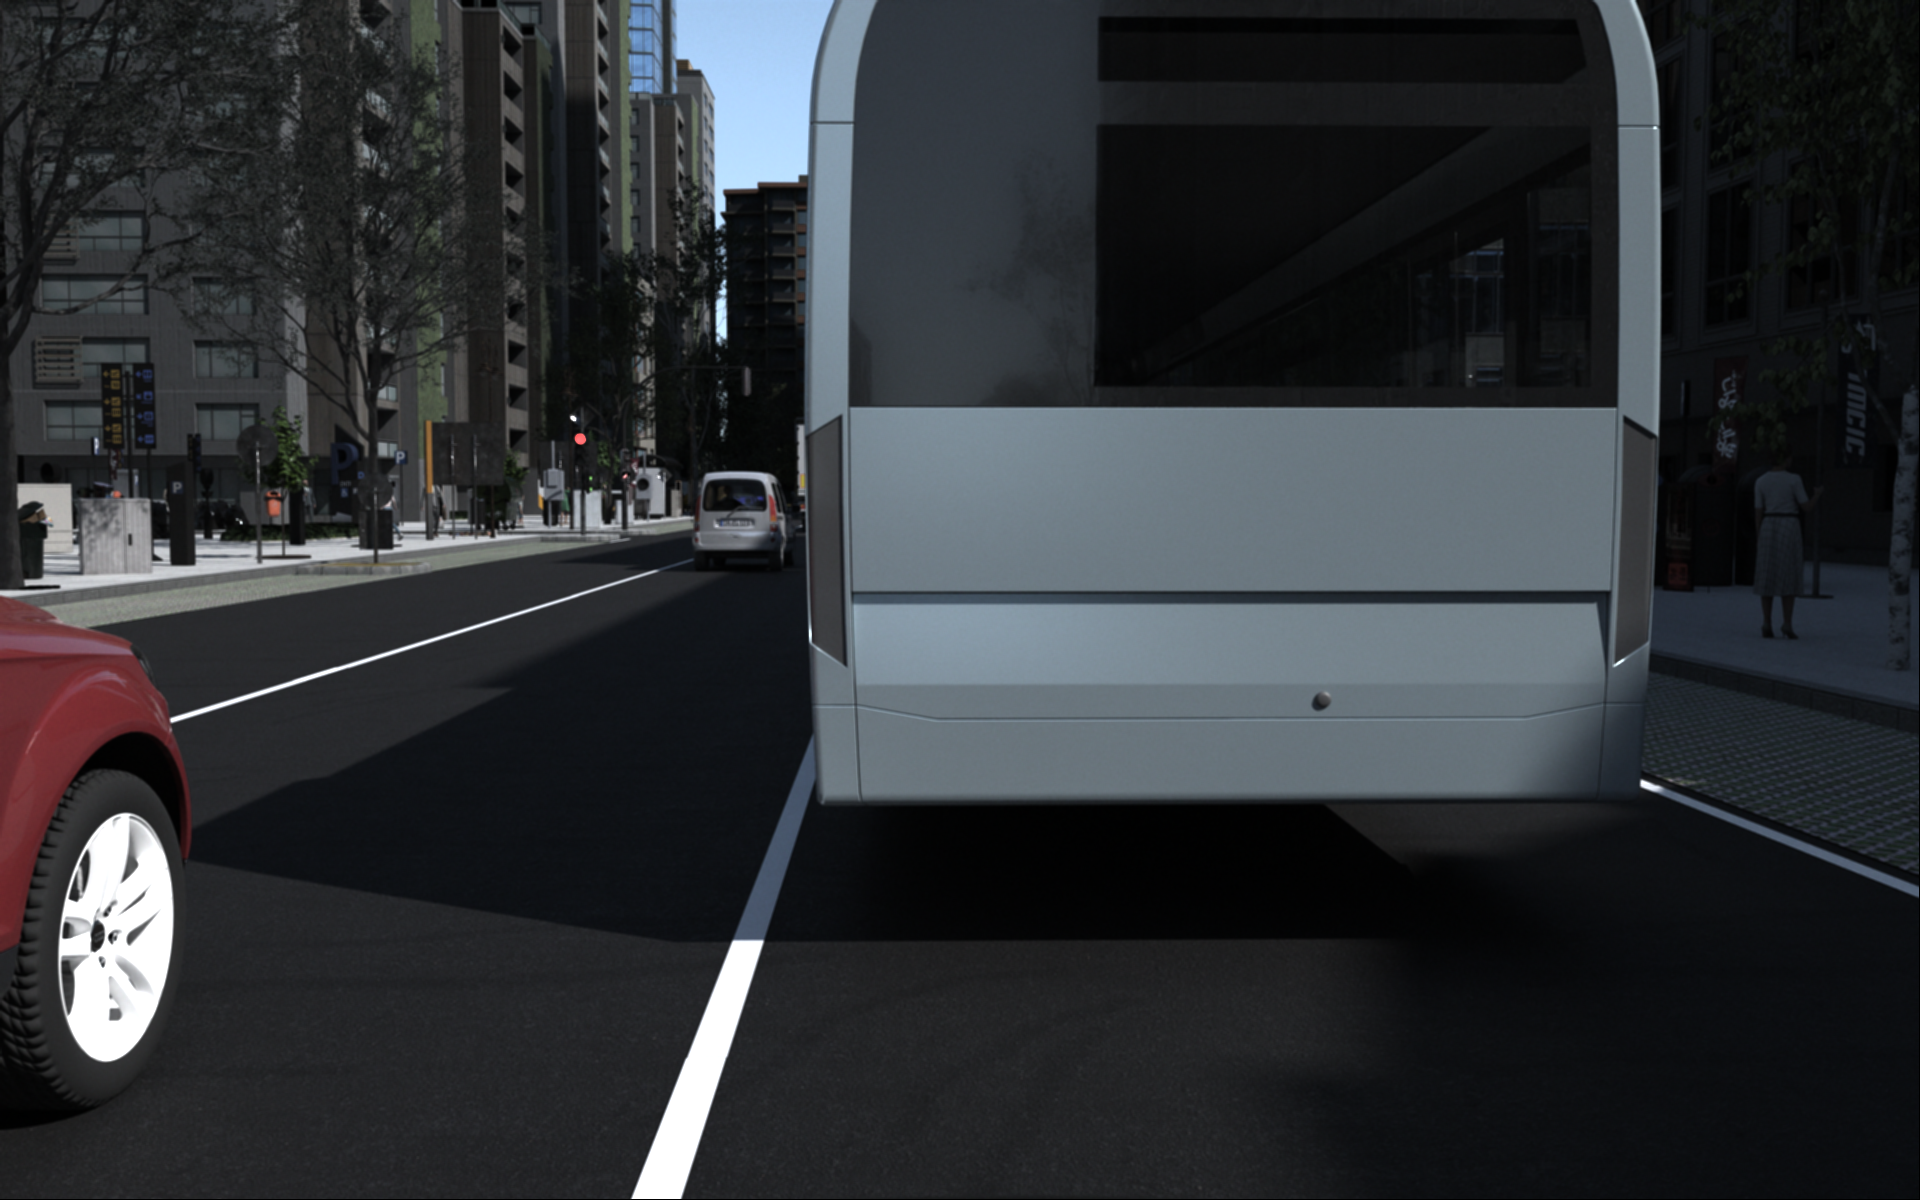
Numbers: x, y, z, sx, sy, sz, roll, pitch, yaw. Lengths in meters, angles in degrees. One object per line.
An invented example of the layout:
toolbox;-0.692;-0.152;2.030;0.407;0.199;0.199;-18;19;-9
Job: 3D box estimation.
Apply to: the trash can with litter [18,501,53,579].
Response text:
trash can with litter;-14.198;-0.888;25.902;0.624;1.170;1.055;3;4;36

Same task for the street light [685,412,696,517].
street light;-15.126;-7.623;97.432;0.468;5.910;1.993;0;4;-2

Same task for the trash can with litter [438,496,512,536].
trash can with litter;-15.176;-2.604;53.628;2.233;1.210;1.678;1;4;21

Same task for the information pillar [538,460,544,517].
information pillar;-23.677;-6.541;98.302;0.504;3.616;0.183;-1;4;-15

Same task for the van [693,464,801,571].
van;-4.155;-1.633;33.707;2.013;2.044;4.112;0;4;-1

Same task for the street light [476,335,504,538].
street light;-13.669;-4.752;50.486;0.468;5.910;1.993;0;4;-2

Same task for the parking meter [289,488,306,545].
parking meter;-16.762;-2.164;43.786;0.372;1.533;0.369;0;3;0

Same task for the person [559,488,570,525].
person;-16.435;-4.013;71.896;0.529;1.795;0.600;-3;5;-42

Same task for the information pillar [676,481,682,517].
information pillar;-15.819;-5.682;97.394;0.304;2.012;0.304;0;4;-4

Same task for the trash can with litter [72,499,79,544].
trash can with litter;-23.137;-2.095;45.318;1.678;1.210;2.233;-1;4;-14

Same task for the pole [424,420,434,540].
pole;-14.753;-3.319;48.106;0.158;3.312;0.155;0;3;0

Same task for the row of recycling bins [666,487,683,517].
row of recycling bins;-16.607;-5.683;100.036;1.069;1.692;3.534;-1;4;-17

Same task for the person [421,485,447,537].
person;-15.747;-2.791;51.803;0.709;1.813;0.853;-2;4;-30

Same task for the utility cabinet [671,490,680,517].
utility cabinet;-15.424;-5.215;93.946;0.318;1.500;1.173;0;4;-1

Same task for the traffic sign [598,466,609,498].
traffic sign;-16.324;-4.810;78.756;0.768;2.556;0.104;0;4;1

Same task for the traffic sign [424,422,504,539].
traffic sign;-14.066;-3.379;49.113;2.265;3.308;0.079;0;4;2

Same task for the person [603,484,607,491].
person;-19.902;-5.584;96.708;0.648;1.900;0.474;-2;4;-25

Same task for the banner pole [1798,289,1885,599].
banner pole;10.792;-1.908;21.209;0.863;3.779;0.401;1;4;23

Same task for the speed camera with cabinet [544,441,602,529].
speed camera with cabinet;-14.414;-4.289;64.467;2.038;3.252;0.660;0;4;-4

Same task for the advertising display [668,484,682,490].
advertising display;-18.763;-6.657;114.062;0.974;1.923;0.123;1;4;19

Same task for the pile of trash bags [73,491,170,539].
pile of trash bags;-23.331;-2.385;48.755;1.912;1.369;3.447;-1;4;-10

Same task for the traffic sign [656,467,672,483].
traffic sign;-14.538;-5.222;85.110;0.795;2.593;0.064;0;3;0

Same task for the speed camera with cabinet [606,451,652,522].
speed camera with cabinet;-15.170;-5.201;79.365;2.038;3.252;0.660;0;4;-2

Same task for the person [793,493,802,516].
person;-10.507;-6.281;111.295;0.694;1.812;0.767;1;4;19

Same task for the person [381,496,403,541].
person;-15.596;-2.498;47.555;0.598;1.740;0.731;0;4;-4

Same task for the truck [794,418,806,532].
truck;-4.806;-4.903;69.077;2.839;4.237;11.283;0;4;0

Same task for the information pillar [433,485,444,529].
information pillar;-19.244;-3.631;63.865;0.304;2.012;0.304;-3;4;-36

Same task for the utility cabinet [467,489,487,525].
utility cabinet;-19.824;-3.843;71.516;1.173;1.500;0.318;2;4;32

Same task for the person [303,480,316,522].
person;-23.711;-3.468;62.920;0.661;1.801;0.590;-3;5;-44

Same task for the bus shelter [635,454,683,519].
bus shelter;-15.826;-5.905;90.477;2.014;3.302;5.546;0;4;-2

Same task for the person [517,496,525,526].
person;-17.506;-3.568;69.060;0.352;1.250;0.332;2;4;27

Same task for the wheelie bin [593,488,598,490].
wheelie bin;-18.088;-4.774;85.970;0.693;1.594;0.980;-2;4;-33

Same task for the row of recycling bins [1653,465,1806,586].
row of recycling bins;10.002;-1.056;24.383;3.534;1.692;1.069;0;4;2

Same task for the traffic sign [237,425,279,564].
traffic sign;-12.931;-1.945;31.904;0.768;2.556;0.104;0;4;-2

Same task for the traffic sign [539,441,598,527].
traffic sign;-15.088;-4.458;66.768;2.265;3.308;0.079;0;4;3

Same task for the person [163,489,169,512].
person;-29.652;-3.577;65.079;0.362;1.759;0.519;2;4;31

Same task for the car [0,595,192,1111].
car;-2.947;0.383;2.415;2.281;1.827;5.304;0;4;-1

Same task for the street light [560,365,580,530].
street light;-13.969;-5.464;62.120;0.468;5.910;1.993;0;4;-2

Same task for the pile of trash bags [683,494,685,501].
pile of trash bags;-19.497;-6.253;111.983;3.447;1.369;1.912;-2;4;-26

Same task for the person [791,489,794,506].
person;-18.173;-11.165;188.583;0.705;1.826;1.348;-2;4;-29

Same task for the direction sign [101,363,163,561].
direction sign;-14.358;-2.323;29.974;0.876;3.537;0.379;0;4;-5

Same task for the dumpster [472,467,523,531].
dumpster;-16.490;-3.611;61.529;1.502;2.255;1.985;0;4;-2

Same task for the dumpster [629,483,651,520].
dumpster;-16.038;-4.894;85.770;1.264;1.857;1.865;0;4;-2

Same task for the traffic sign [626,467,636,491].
traffic sign;-15.622;-4.980;81.528;0.768;2.556;0.104;0;4;8

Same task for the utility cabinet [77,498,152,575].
utility cabinet;-13.520;-1.013;27.724;1.020;1.237;0.306;-3;4;-36

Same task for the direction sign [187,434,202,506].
direction sign;-28.789;-4.477;65.199;0.876;3.537;0.379;3;4;36

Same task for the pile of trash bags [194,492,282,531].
pile of trash bags;-26.055;-3.199;62.053;3.447;1.369;1.912;-3;5;-41

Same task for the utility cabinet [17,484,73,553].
utility cabinet;-19.678;-1.737;37.081;0.318;1.500;1.173;3;4;38

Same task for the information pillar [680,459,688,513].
information pillar;-18.397;-7.587;115.403;0.504;3.616;0.183;1;4;15

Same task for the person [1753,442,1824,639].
person;7.351;-0.538;15.405;0.524;1.755;0.480;-3;5;-42
